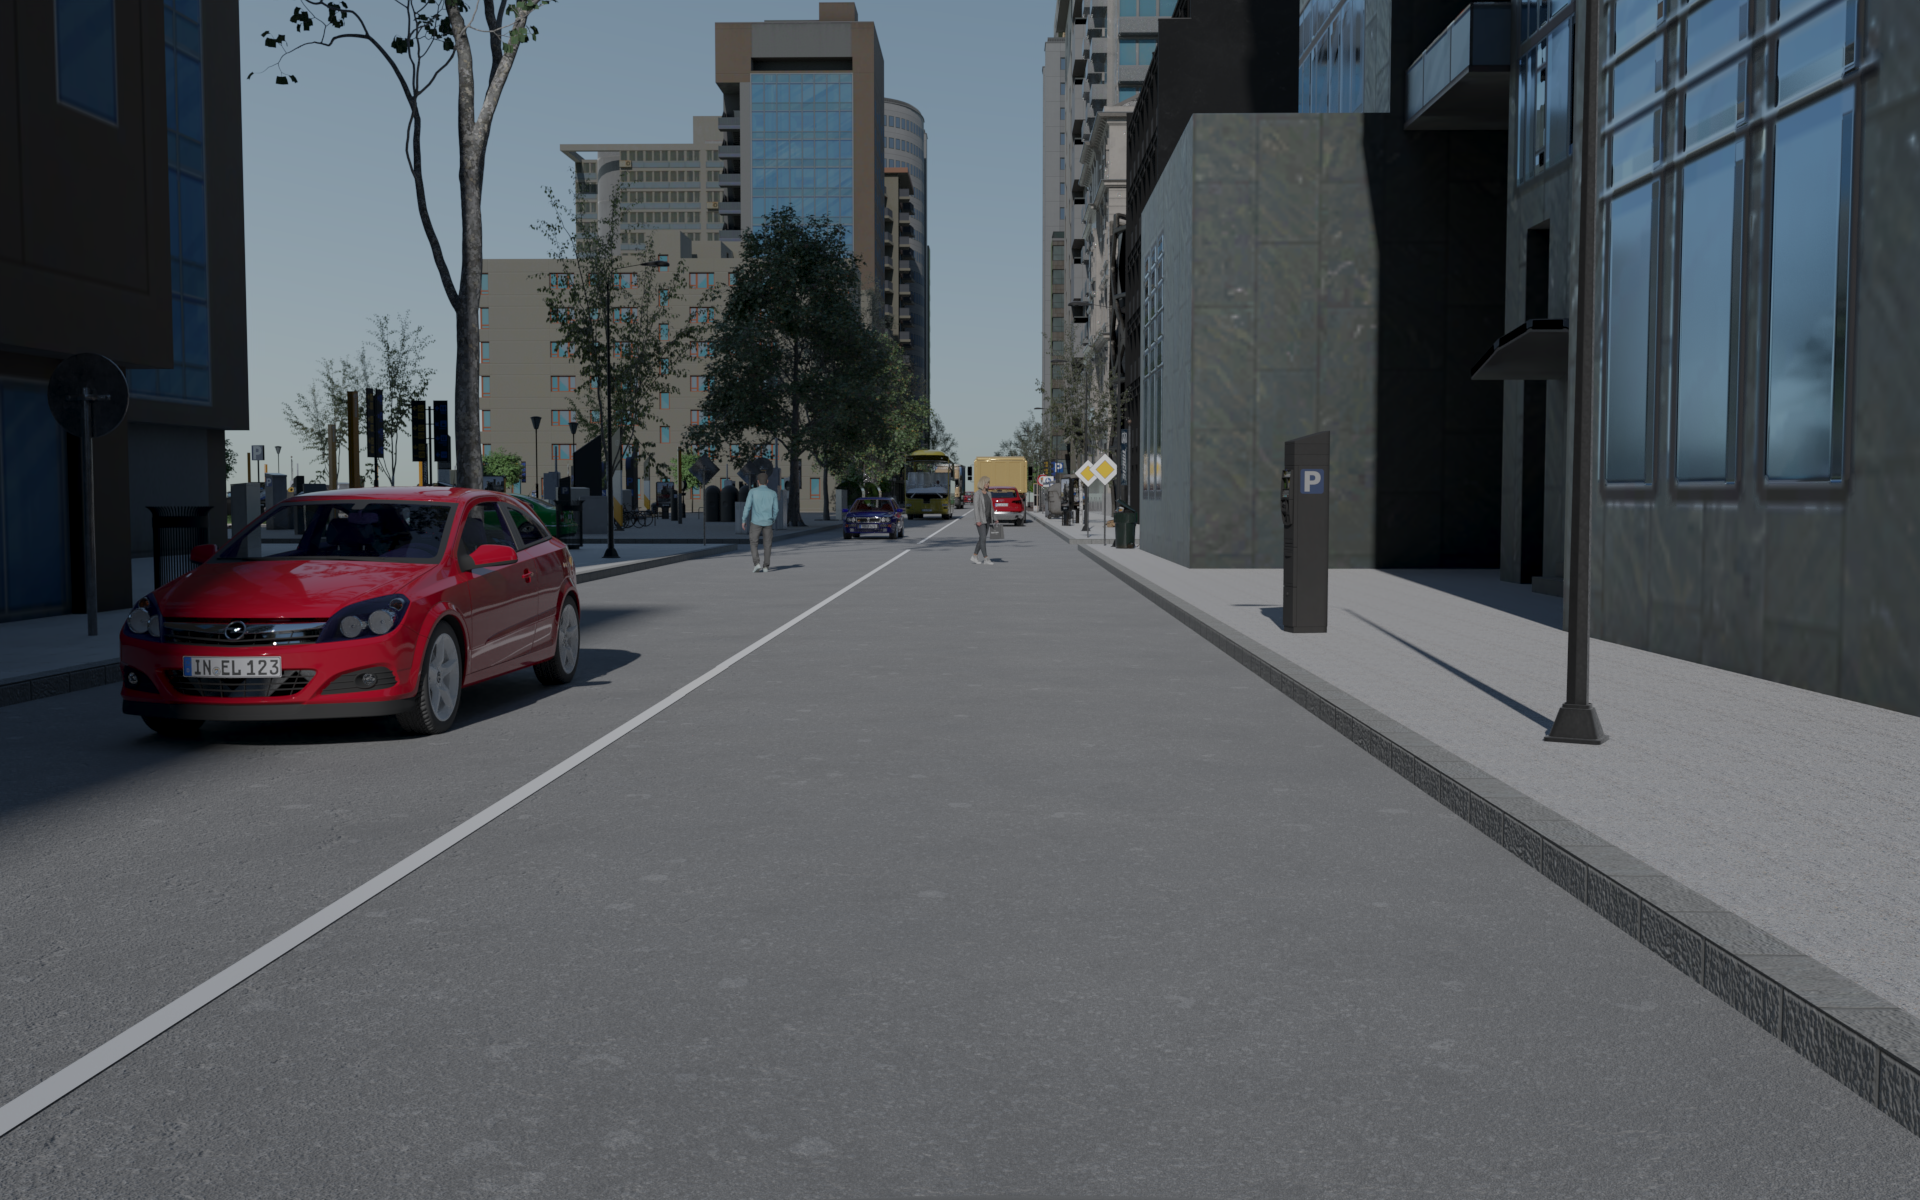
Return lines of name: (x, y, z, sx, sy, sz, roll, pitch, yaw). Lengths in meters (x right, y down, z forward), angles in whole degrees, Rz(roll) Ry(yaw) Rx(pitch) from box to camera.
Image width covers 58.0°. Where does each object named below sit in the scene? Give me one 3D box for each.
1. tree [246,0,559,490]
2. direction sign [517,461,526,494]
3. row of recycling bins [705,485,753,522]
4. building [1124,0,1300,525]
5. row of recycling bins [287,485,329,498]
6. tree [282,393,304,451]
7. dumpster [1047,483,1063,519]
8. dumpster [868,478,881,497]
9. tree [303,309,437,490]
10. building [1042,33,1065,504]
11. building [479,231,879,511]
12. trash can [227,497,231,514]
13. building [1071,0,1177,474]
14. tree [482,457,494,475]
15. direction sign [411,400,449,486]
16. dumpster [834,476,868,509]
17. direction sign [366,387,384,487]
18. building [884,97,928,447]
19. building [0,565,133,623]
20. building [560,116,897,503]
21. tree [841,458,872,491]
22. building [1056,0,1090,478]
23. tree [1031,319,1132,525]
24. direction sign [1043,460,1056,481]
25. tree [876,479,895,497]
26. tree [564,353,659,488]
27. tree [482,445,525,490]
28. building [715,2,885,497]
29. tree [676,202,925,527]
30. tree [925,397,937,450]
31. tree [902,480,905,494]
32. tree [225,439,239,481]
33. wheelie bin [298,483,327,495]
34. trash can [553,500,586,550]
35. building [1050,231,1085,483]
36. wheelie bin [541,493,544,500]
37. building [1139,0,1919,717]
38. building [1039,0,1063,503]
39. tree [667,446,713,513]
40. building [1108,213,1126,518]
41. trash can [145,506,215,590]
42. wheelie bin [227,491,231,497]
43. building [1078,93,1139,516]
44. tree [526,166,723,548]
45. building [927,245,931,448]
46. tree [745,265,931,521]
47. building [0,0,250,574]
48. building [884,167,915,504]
tree: (-6.444, -10.434, 26.481, 12.611, 20.169, 13.585, 0, 3, 0)
direction sign: (-30.370, -7.807, 119.634, 0.876, 3.537, 0.379, 1, 4, 15)
row of recycling bins: (-10.148, -4.442, 79.741, 3.534, 1.692, 1.069, 1, 4, 16)
building: (13.546, -14.768, 71.142, 12.332, 23.373, 15.834, 0, 4, 1)
row of recycling bins: (-28.738, -4.266, 76.856, 3.534, 1.692, 1.069, 3, 5, 42)
tree: (-32.874, -8.574, 90.548, 4.360, 8.622, 3.978, 0, 3, 0)
dumpster: (5.078, -5.063, 88.536, 1.264, 1.857, 1.865, 0, 4, 1)
dumpster: (-5.556, -6.233, 104.408, 1.502, 2.255, 1.985, 0, 4, 1)
tree: (-22.729, -7.230, 68.580, 4.360, 8.622, 3.978, 0, 3, 0)
building: (21.231, -41.819, 225.743, 21.231, 58.520, 28.212, 0, 4, 1)
building: (-21.420, -18.142, 141.659, 27.650, 21.520, 28.899, 0, 4, 1)
trash can: (-32.168, -3.974, 76.627, 0.748, 1.137, 0.748, 0, 3, 0)
building: (21.335, -31.860, 140.516, 23.786, 49.044, 30.456, 0, 4, 1)
tree: (-21.429, -5.067, 77.454, 1.663, 3.219, 1.824, 0, 3, 0)
direction sign: (-12.796, -3.051, 41.876, 0.876, 3.537, 0.379, 0, 4, 0)
dumpster: (-5.843, -5.451, 91.614, 1.502, 2.255, 1.985, 0, 4, 1)
direction sign: (-12.573, -2.770, 37.289, 0.379, 3.537, 0.876, 0, 4, 3)
building: (-15.851, -43.630, 255.346, 21.231, 58.520, 28.212, 0, 4, 1)
building: (-16.005, -22.108, 11.570, 14.600, 45.320, 14.200, 0, 4, 1)
building: (-23.194, -30.000, 182.373, 32.217, 40.220, 23.993, 0, 4, 1)
tree: (-5.803, -6.104, 94.399, 1.663, 3.219, 1.824, 0, 3, 0)
building: (24.109, -35.476, 169.271, 28.713, 52.752, 27.495, 0, 4, 1)
tree: (5.102, -7.458, 72.299, 4.360, 8.622, 3.978, 0, 3, 0)
direction sign: (5.962, -7.550, 115.439, 0.876, 3.537, 0.379, -1, 4, -22)
tree: (-5.883, -8.360, 131.294, 1.663, 3.219, 1.824, 0, 3, 0)
tree: (-17.165, -8.304, 86.125, 4.737, 8.622, 4.395, 0, 3, 0)
tree: (-31.019, -8.145, 116.886, 4.285, 4.588, 4.351, 0, 3, 0)
building: (-14.421, -31.349, 162.670, 14.600, 45.320, 14.200, 0, 4, 1)
tree: (-6.466, -9.254, 68.318, 9.611, 12.733, 9.660, 0, 3, 0)
tree: (-6.038, -12.378, 119.381, 9.611, 12.733, 9.660, 0, 3, 0)
tree: (-5.120, -10.741, 170.223, 1.663, 3.219, 1.824, 0, 3, 0)
tree: (-35.208, -5.904, 80.244, 4.285, 4.588, 4.351, 0, 3, 0)
wheelie bin: (-19.207, -2.667, 51.506, 0.980, 1.594, 0.693, -2, 4, -26)
trash can: (-9.065, -1.745, 40.191, 0.748, 1.137, 0.748, 0, 3, 0)
building: (16.986, -25.688, 191.704, 14.160, 30.474, 14.107, 0, 4, 1)
wheelie bin: (-29.250, -7.037, 122.956, 0.980, 1.594, 0.693, -1, 4, -17)
building: (14.986, -43.376, 21.865, 22.319, 86.520, 31.000, 0, 4, 1)
building: (21.720, -49.631, 249.717, 20.563, 71.187, 20.611, 0, 4, 1)
tree: (-18.479, -8.270, 118.931, 4.285, 4.588, 4.351, 0, 3, 0)
building: (16.380, -13.801, 93.103, 16.820, 18.784, 16.811, 0, 4, 1)
trash can: (-9.179, -0.536, 20.417, 0.748, 1.137, 0.748, 0, 3, 0)
wheelie bin: (-49.090, -6.662, 116.826, 0.693, 1.594, 0.980, -3, 4, -37)
building: (15.109, -19.914, 112.982, 14.401, 28.519, 23.554, 0, 4, 1)
tree: (-7.824, -5.450, 39.467, 4.360, 8.622, 3.978, 0, 3, 0)
building: (-12.001, -36.297, 277.045, 14.154, 41.232, 14.086, 0, 4, 1)
tree: (-6.614, -10.593, 83.560, 12.009, 13.543, 11.850, 0, 3, 0)
building: (-23.157, -23.286, 30.841, 14.200, 45.320, 14.600, 0, 4, 1)
building: (-17.286, -34.998, 226.841, 22.147, 44.769, 28.867, 0, 4, 1)
